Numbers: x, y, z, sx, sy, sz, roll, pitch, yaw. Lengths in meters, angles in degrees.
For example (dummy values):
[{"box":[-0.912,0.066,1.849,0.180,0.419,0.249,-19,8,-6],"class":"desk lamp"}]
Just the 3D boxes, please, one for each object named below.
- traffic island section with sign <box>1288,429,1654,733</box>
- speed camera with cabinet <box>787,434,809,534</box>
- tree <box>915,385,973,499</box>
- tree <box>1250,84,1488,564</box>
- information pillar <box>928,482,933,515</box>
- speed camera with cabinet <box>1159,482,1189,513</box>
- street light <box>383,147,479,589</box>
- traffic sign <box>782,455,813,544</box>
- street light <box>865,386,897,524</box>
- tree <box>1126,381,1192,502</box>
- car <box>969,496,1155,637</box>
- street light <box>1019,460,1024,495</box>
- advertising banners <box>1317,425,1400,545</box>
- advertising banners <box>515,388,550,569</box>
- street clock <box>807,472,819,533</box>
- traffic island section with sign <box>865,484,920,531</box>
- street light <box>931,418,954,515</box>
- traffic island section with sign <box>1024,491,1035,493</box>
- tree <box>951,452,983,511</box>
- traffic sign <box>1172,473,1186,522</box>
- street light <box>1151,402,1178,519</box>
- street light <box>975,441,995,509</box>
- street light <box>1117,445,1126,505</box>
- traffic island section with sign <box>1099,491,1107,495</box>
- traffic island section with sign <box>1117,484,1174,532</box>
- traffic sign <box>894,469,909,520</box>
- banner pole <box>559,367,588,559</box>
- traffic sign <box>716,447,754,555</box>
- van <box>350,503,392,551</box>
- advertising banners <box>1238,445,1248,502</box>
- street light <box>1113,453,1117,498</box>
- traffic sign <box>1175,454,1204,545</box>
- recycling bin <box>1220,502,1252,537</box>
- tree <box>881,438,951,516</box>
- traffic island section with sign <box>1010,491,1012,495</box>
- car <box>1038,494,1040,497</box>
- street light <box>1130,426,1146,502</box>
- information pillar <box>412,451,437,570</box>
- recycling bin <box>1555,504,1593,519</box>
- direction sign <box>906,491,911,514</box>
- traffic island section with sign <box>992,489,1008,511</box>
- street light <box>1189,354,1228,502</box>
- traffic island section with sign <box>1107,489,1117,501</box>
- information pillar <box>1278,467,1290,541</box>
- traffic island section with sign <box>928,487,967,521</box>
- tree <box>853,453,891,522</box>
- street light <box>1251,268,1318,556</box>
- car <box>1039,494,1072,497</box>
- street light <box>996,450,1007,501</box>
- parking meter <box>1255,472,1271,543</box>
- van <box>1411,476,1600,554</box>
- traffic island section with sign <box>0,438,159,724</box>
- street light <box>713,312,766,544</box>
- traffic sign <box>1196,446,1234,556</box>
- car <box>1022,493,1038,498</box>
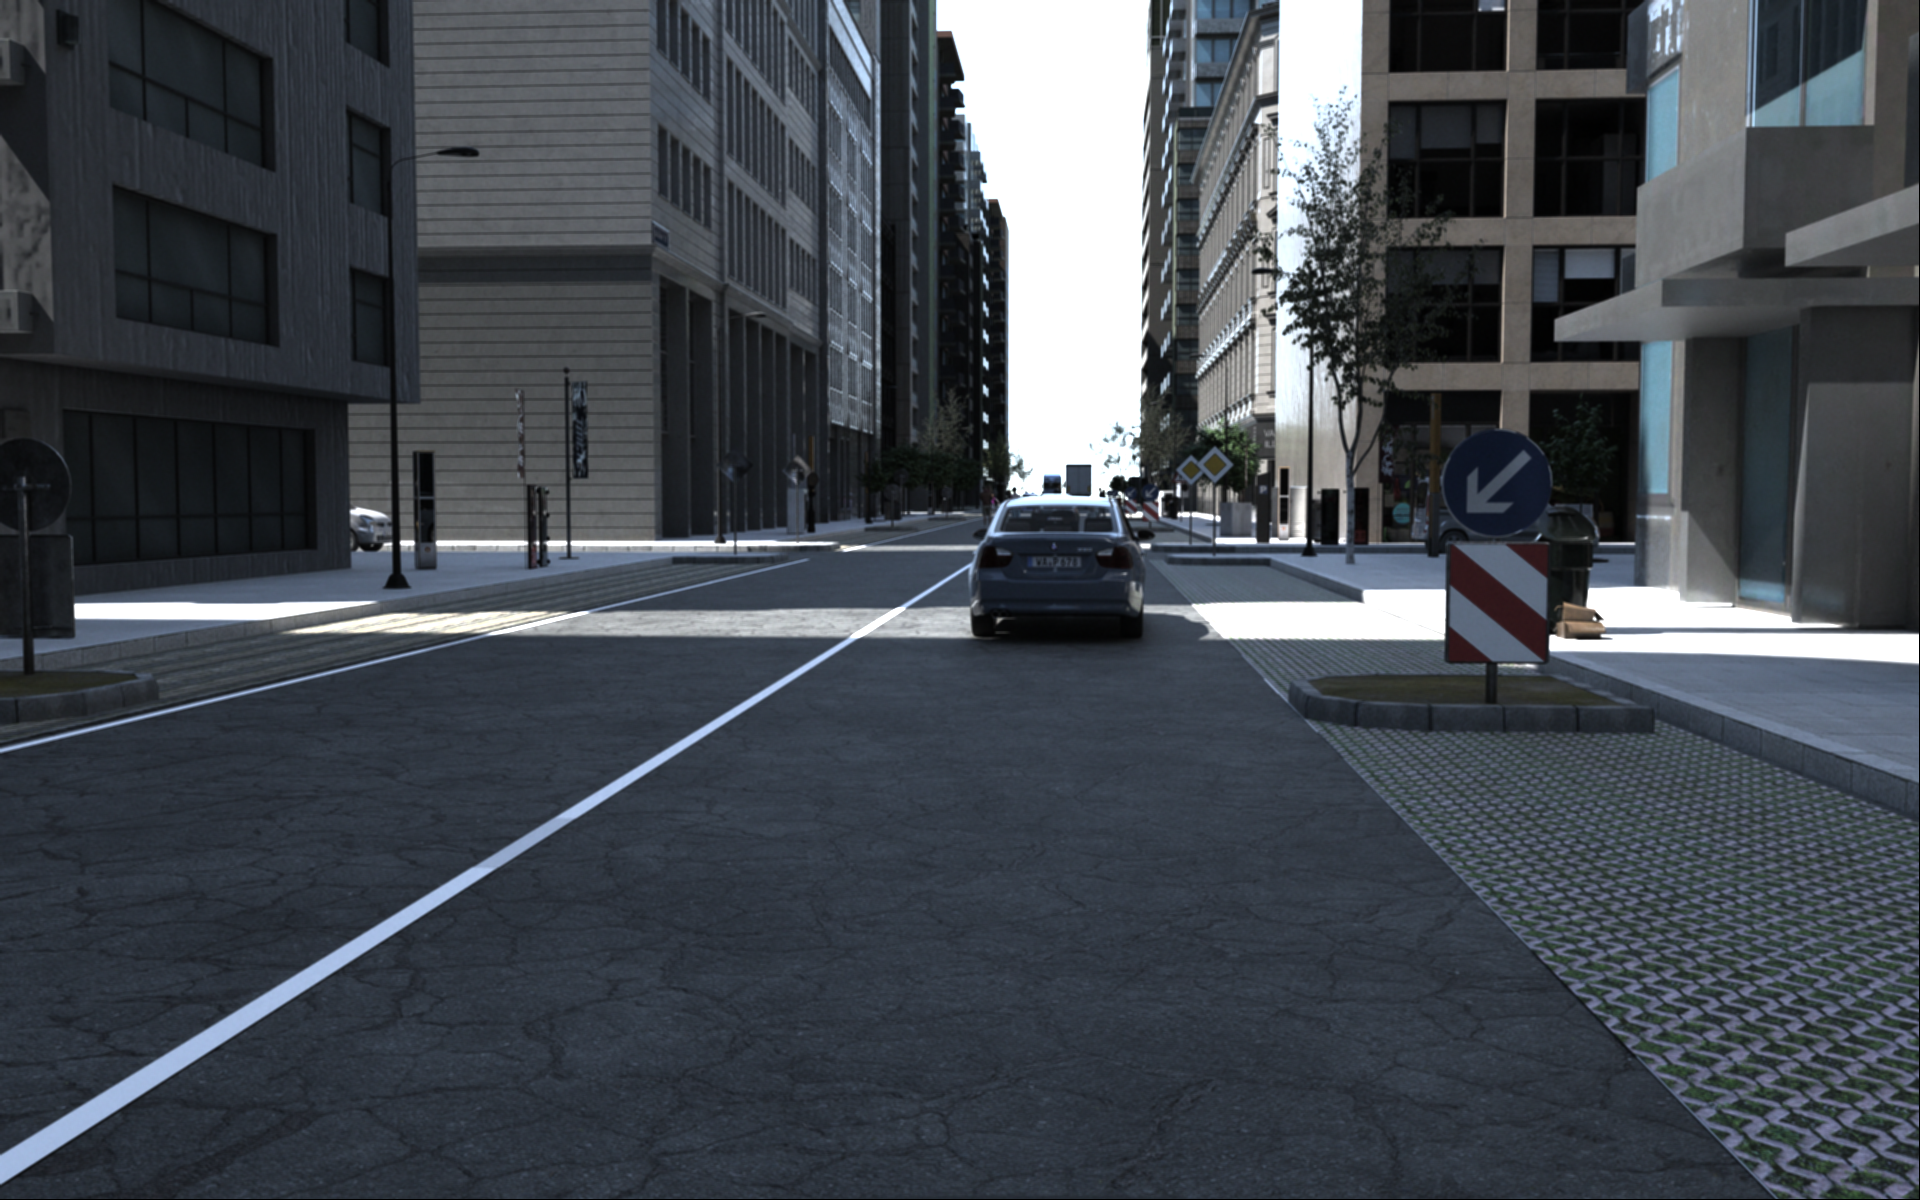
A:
[{"box":[3.210,-0.164,11.307,1.989,1.847,2.006,0,4,4],"class":"traffic island section with sign"},{"box":[-5.239,-3.773,56.029,0.660,3.252,2.038,0,4,-1],"class":"speed camera with cabinet"},{"box":[-1.044,-10.234,117.680,4.360,8.622,3.978,0,3,0],"class":"tree"},{"box":[7.196,-4.958,31.429,4.360,8.622,3.978,0,3,0],"class":"tree"},{"box":[-1.809,-6.142,104.910,0.304,2.012,0.304,0,4,-1],"class":"information pillar"},{"box":[14.346,-7.450,116.141,2.038,3.252,0.660,-2,4,-25],"class":"speed camera with cabinet"},{"box":[-7.123,-3.108,23.351,1.470,5.913,1.316,0,4,4],"class":"street light"},{"box":[-4.179,-2.502,44.550,0.795,2.450,0.064,0,4,4],"class":"traffic sign"},{"box":[-3.400,-6.260,74.891,1.470,5.913,1.316,0,4,4],"class":"street light"},{"box":[12.799,-9.893,112.113,4.360,8.622,3.978,0,3,0],"class":"tree"},{"box":[1.098,-0.407,18.663,2.014,1.417,4.499,0,4,5],"class":"car"},{"box":[8.016,-16.075,235.366,1.470,5.913,1.316,0,4,4],"class":"street light"},{"box":[10.035,-2.900,43.601,2.074,3.025,0.090,0,4,-4],"class":"advertising banners"},{"box":[-7.346,-2.052,29.730,0.090,3.025,2.074,0,4,0],"class":"advertising banners"},{"box":[-4.958,-3.247,57.652,0.471,2.002,0.358,-3,5,-40],"class":"street clock"},{"box":[-2.596,-3.575,67.075,1.989,1.847,2.006,0,4,4],"class":"traffic island section with sign"},{"box":[-1.169,-8.145,105.713,1.470,5.913,1.316,0,4,4],"class":"street light"},{"box":[10.695,-14.932,252.771,1.989,1.847,2.006,0,4,4],"class":"traffic island section with sign"},{"box":[-1.650,-7.909,113.018,4.285,4.588,4.351,0,3,0],"class":"tree"},{"box":[10.158,-4.862,79.498,0.884,2.594,0.081,1,4,10],"class":"traffic sign"},{"box":[10.371,-7.055,87.890,1.470,5.913,1.316,0,4,4],"class":"street light"},{"box":[2.047,-10.974,151.962,1.470,5.913,1.316,0,4,4],"class":"street light"},{"box":[15.970,-11.745,164.568,1.470,5.913,1.316,0,4,4],"class":"street light"},{"box":[12.621,-8.209,142.844,1.989,1.847,2.006,0,4,4],"class":"traffic island section with sign"},{"box":[7.108,-3.501,65.868,1.989,1.847,2.006,0,4,4],"class":"traffic island section with sign"},{"box":[-2.942,-5.277,86.392,0.768,2.556,0.104,1,4,9],"class":"traffic sign"},{"box":[-7.573,-2.695,34.080,0.863,3.779,0.401,3,5,40],"class":"banner pole"},{"box":[-4.749,-2.015,36.585,0.795,2.450,0.064,0,4,4],"class":"traffic sign"},{"box":[-15.926,-2.155,42.246,4.112,2.044,2.013,0,4,5],"class":"van"},{"box":[9.995,-3.973,61.144,0.090,3.025,2.074,1,4,17],"class":"advertising banners"},{"box":[18.055,-13.606,194.998,1.470,5.913,1.316,0,4,4],"class":"street light"},{"box":[5.838,-2.457,43.816,0.795,2.450,0.064,0,4,4],"class":"traffic sign"},{"box":[8.380,-2.450,52.605,0.722,1.027,0.722,-2,4,-24],"class":"recycling bin"},{"box":[-3.194,-7.137,100.407,4.285,4.588,4.351,0,3,0],"class":"tree"},{"box":[4.844,-9.935,171.063,1.989,1.847,2.006,0,4,4],"class":"traffic island section with sign"},{"box":[6.941,-9.034,159.708,2.014,1.417,4.499,0,4,3],"class":"car"},{"box":[12.534,-8.916,118.315,1.470,5.913,1.316,0,4,4],"class":"street light"},{"box":[-9.119,-1.530,29.506,0.304,2.012,0.304,-2,4,-31],"class":"information pillar"},{"box":[15.504,-1.909,43.774,0.722,1.027,0.722,0,4,-2],"class":"recycling bin"},{"box":[-3.257,-7.186,109.495,0.876,3.537,0.379,-1,4,-12],"class":"direction sign"},{"box":[2.865,-8.245,143.441,1.989,1.847,2.006,0,4,4],"class":"traffic island section with sign"},{"box":[8.287,-5.194,57.460,1.470,5.913,1.316,0,4,4],"class":"street light"},{"box":[9.081,-5.181,93.336,1.989,1.847,2.006,0,4,4],"class":"traffic island section with sign"},{"box":[8.894,-2.632,47.522,0.304,2.012,0.304,1,4,11],"class":"information pillar"},{"box":[-0.664,-5.230,94.135,1.989,1.847,2.006,0,4,4],"class":"traffic island section with sign"},{"box":[-3.905,-5.292,81.125,1.663,3.219,1.824,0,3,0],"class":"tree"},{"box":[6.686,-3.863,35.700,1.470,5.913,1.316,0,4,4],"class":"street light"},{"box":[3.527,-3.300,63.738,2.009,1.686,4.222,0,4,4],"class":"car"},{"box":[4.202,-12.835,182.388,1.470,5.913,1.316,0,4,4],"class":"street light"},{"box":[7.929,-2.427,45.395,0.399,1.863,0.255,1,4,10],"class":"parking meter"},{"box":[12.556,-2.009,39.863,4.112,2.044,2.013,0,4,2],"class":"van"},{"box":[-6.571,-0.179,11.555,1.989,1.847,2.006,0,4,4],"class":"traffic island section with sign"},{"box":[-5.649,-4.399,44.473,1.470,5.913,1.316,0,4,4],"class":"street light"},{"box":[5.268,-1.970,35.851,0.795,2.450,0.064,0,4,4],"class":"traffic sign"},{"box":[5.542,-7.767,136.581,1.945,1.707,3.694,0,4,2],"class":"car"}]
